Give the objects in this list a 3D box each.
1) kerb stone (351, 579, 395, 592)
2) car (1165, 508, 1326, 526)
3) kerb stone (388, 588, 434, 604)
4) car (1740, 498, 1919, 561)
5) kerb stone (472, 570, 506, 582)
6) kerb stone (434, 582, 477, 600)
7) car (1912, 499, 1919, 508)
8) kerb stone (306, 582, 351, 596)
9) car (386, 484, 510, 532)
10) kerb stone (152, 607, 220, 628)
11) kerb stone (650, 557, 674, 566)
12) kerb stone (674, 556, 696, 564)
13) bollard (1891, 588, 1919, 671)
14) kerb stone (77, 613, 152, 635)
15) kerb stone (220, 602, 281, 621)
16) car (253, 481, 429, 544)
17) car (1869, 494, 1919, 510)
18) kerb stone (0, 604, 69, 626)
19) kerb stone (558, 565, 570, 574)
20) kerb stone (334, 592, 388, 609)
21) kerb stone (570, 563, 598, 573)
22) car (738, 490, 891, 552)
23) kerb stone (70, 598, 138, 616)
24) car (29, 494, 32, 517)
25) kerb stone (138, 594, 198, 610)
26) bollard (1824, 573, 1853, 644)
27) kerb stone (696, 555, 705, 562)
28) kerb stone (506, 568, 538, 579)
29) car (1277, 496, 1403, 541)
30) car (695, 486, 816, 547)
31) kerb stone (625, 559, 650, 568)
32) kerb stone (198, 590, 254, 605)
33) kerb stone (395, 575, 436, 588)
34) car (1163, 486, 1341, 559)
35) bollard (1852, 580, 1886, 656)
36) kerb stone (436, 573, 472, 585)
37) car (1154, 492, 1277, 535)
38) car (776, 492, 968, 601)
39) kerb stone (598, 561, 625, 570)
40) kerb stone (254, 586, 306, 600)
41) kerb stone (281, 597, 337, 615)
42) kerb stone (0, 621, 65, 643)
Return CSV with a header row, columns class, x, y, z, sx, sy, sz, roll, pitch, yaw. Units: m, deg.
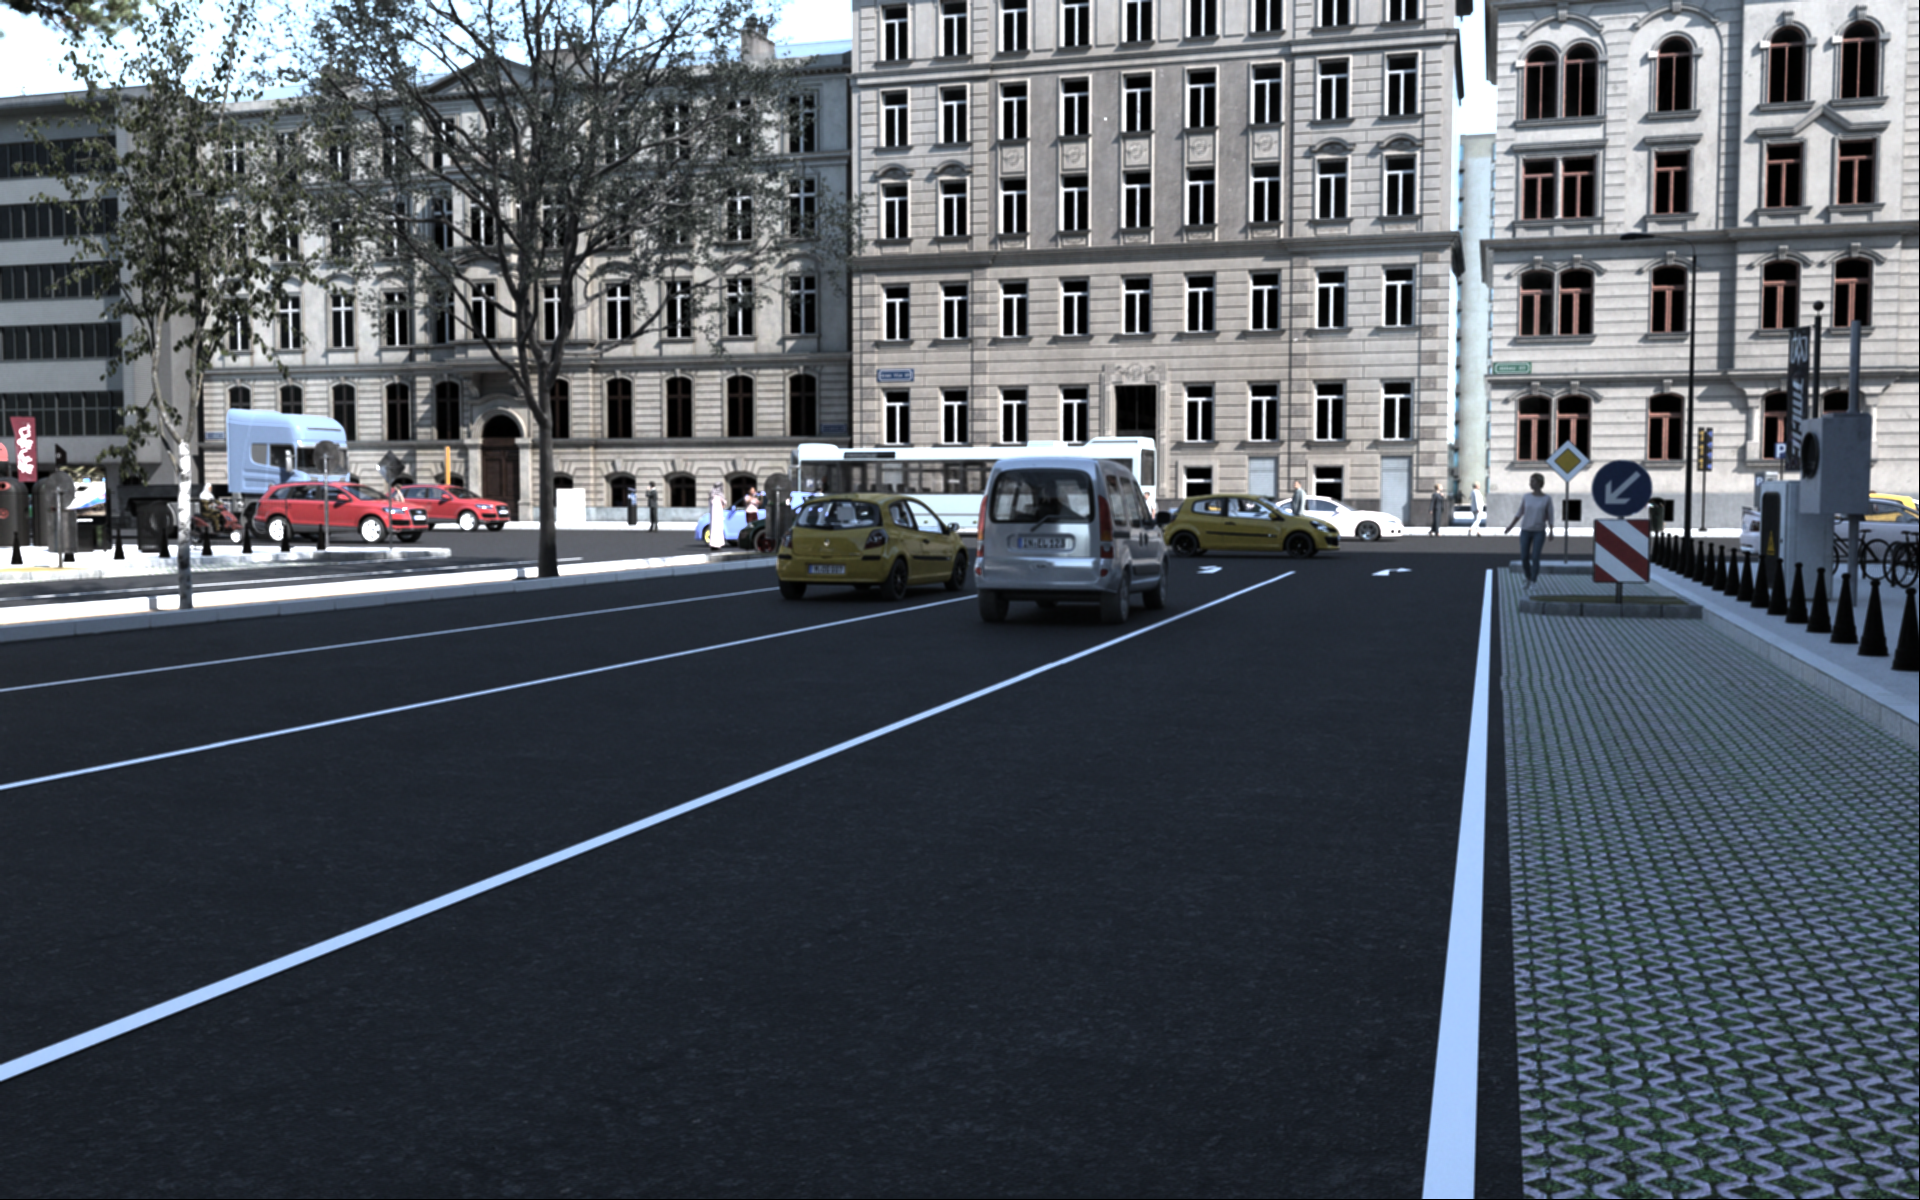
class,x,y,z,sx,sy,sz,roll,pitch,yaw
kerb stone,-8.742,-0.208,25.593,0.120,0.150,1.000,1,4,17
car,7.976,-2.209,48.126,4.499,1.417,2.014,1,4,18
kerb stone,-7.359,-0.047,22.965,0.120,0.150,1.000,1,4,17
car,17.790,-1.302,33.644,4.827,1.381,2.083,1,4,18
kerb stone,-7.844,-0.388,28.541,0.120,0.150,1.000,1,4,17
kerb stone,-7.054,-0.107,23.956,0.120,0.150,1.000,1,4,17
car,26.401,-2.314,50.202,4.827,1.381,2.083,1,4,18
kerb stone,-9.054,-0.143,24.616,0.120,0.150,1.000,1,4,17
car,-19.977,-3.580,67.214,5.304,1.827,2.281,1,4,18
kerb stone,-8.570,0.193,19.038,0.120,0.150,1.000,1,4,17
kerb stone,-6.014,-0.748,34.427,0.120,0.150,1.000,1,4,17
kerb stone,-5.715,-0.808,35.409,0.120,0.150,1.000,1,4,17
bollard,6.917,0.210,12.614,0.229,0.601,0.229,0,3,0
kerb stone,-8.874,0.253,18.058,0.120,0.150,1.000,1,4,17
kerb stone,-8.270,0.133,20.022,0.120,0.150,1.000,1,4,17
car,-18.270,-2.606,51.274,5.304,1.827,2.281,1,4,16
car,21.771,-1.993,42.815,3.980,1.641,2.015,1,4,16
kerb stone,-10.575,0.155,19.666,0.120,0.150,1.000,1,4,17
kerb stone,-7.222,-0.508,30.497,0.120,0.150,1.000,1,4,17
kerb stone,-7.654,0.015,21.983,0.120,0.150,1.000,1,4,17
kerb stone,-6.927,-0.568,31.483,0.120,0.150,1.000,1,4,17
car,-3.001,-1.833,39.754,4.222,1.686,2.009,1,4,16
kerb stone,-10.262,0.098,20.657,0.120,0.150,1.000,1,4,17
car,-35.084,-3.308,65.879,4.920,1.459,2.131,1,4,15
kerb stone,-9.966,0.033,21.652,0.120,0.150,1.000,1,4,17
bollard,7.629,0.068,14.928,0.229,0.601,0.229,0,3,0
kerb stone,-5.414,-0.865,36.391,0.120,0.150,1.000,1,4,17
kerb stone,-7.528,-0.448,29.517,0.120,0.150,1.000,1,4,17
car,11.231,-2.523,53.618,4.827,1.381,2.083,1,4,19
car,-5.369,-2.291,47.045,3.694,1.707,1.945,1,4,16
kerb stone,-6.328,-0.688,33.448,0.120,0.150,1.000,1,4,17
kerb stone,-9.657,-0.028,22.646,0.120,0.150,1.000,1,4,17
kerb stone,-8.431,-0.268,26.572,0.120,0.150,1.000,1,4,17
car,6.668,-1.797,39.597,3.980,1.641,2.015,1,4,18
bollard,7.272,0.139,13.774,0.229,0.601,0.229,0,3,0
kerb stone,-8.137,-0.328,27.555,0.120,0.150,1.000,1,4,17
car,7.500,-2.506,50.765,4.222,1.686,2.009,1,4,16
car,-1.151,-0.890,24.774,2.015,1.641,3.980,1,4,18
kerb stone,-6.631,-0.628,32.465,0.120,0.150,1.000,1,4,17
kerb stone,-9.345,-0.084,23.632,0.120,0.150,1.000,1,4,17
kerb stone,-7.958,0.078,21.003,0.120,0.150,1.000,1,4,17
kerb stone,-9.174,0.313,17.077,0.120,0.150,1.000,1,4,17
